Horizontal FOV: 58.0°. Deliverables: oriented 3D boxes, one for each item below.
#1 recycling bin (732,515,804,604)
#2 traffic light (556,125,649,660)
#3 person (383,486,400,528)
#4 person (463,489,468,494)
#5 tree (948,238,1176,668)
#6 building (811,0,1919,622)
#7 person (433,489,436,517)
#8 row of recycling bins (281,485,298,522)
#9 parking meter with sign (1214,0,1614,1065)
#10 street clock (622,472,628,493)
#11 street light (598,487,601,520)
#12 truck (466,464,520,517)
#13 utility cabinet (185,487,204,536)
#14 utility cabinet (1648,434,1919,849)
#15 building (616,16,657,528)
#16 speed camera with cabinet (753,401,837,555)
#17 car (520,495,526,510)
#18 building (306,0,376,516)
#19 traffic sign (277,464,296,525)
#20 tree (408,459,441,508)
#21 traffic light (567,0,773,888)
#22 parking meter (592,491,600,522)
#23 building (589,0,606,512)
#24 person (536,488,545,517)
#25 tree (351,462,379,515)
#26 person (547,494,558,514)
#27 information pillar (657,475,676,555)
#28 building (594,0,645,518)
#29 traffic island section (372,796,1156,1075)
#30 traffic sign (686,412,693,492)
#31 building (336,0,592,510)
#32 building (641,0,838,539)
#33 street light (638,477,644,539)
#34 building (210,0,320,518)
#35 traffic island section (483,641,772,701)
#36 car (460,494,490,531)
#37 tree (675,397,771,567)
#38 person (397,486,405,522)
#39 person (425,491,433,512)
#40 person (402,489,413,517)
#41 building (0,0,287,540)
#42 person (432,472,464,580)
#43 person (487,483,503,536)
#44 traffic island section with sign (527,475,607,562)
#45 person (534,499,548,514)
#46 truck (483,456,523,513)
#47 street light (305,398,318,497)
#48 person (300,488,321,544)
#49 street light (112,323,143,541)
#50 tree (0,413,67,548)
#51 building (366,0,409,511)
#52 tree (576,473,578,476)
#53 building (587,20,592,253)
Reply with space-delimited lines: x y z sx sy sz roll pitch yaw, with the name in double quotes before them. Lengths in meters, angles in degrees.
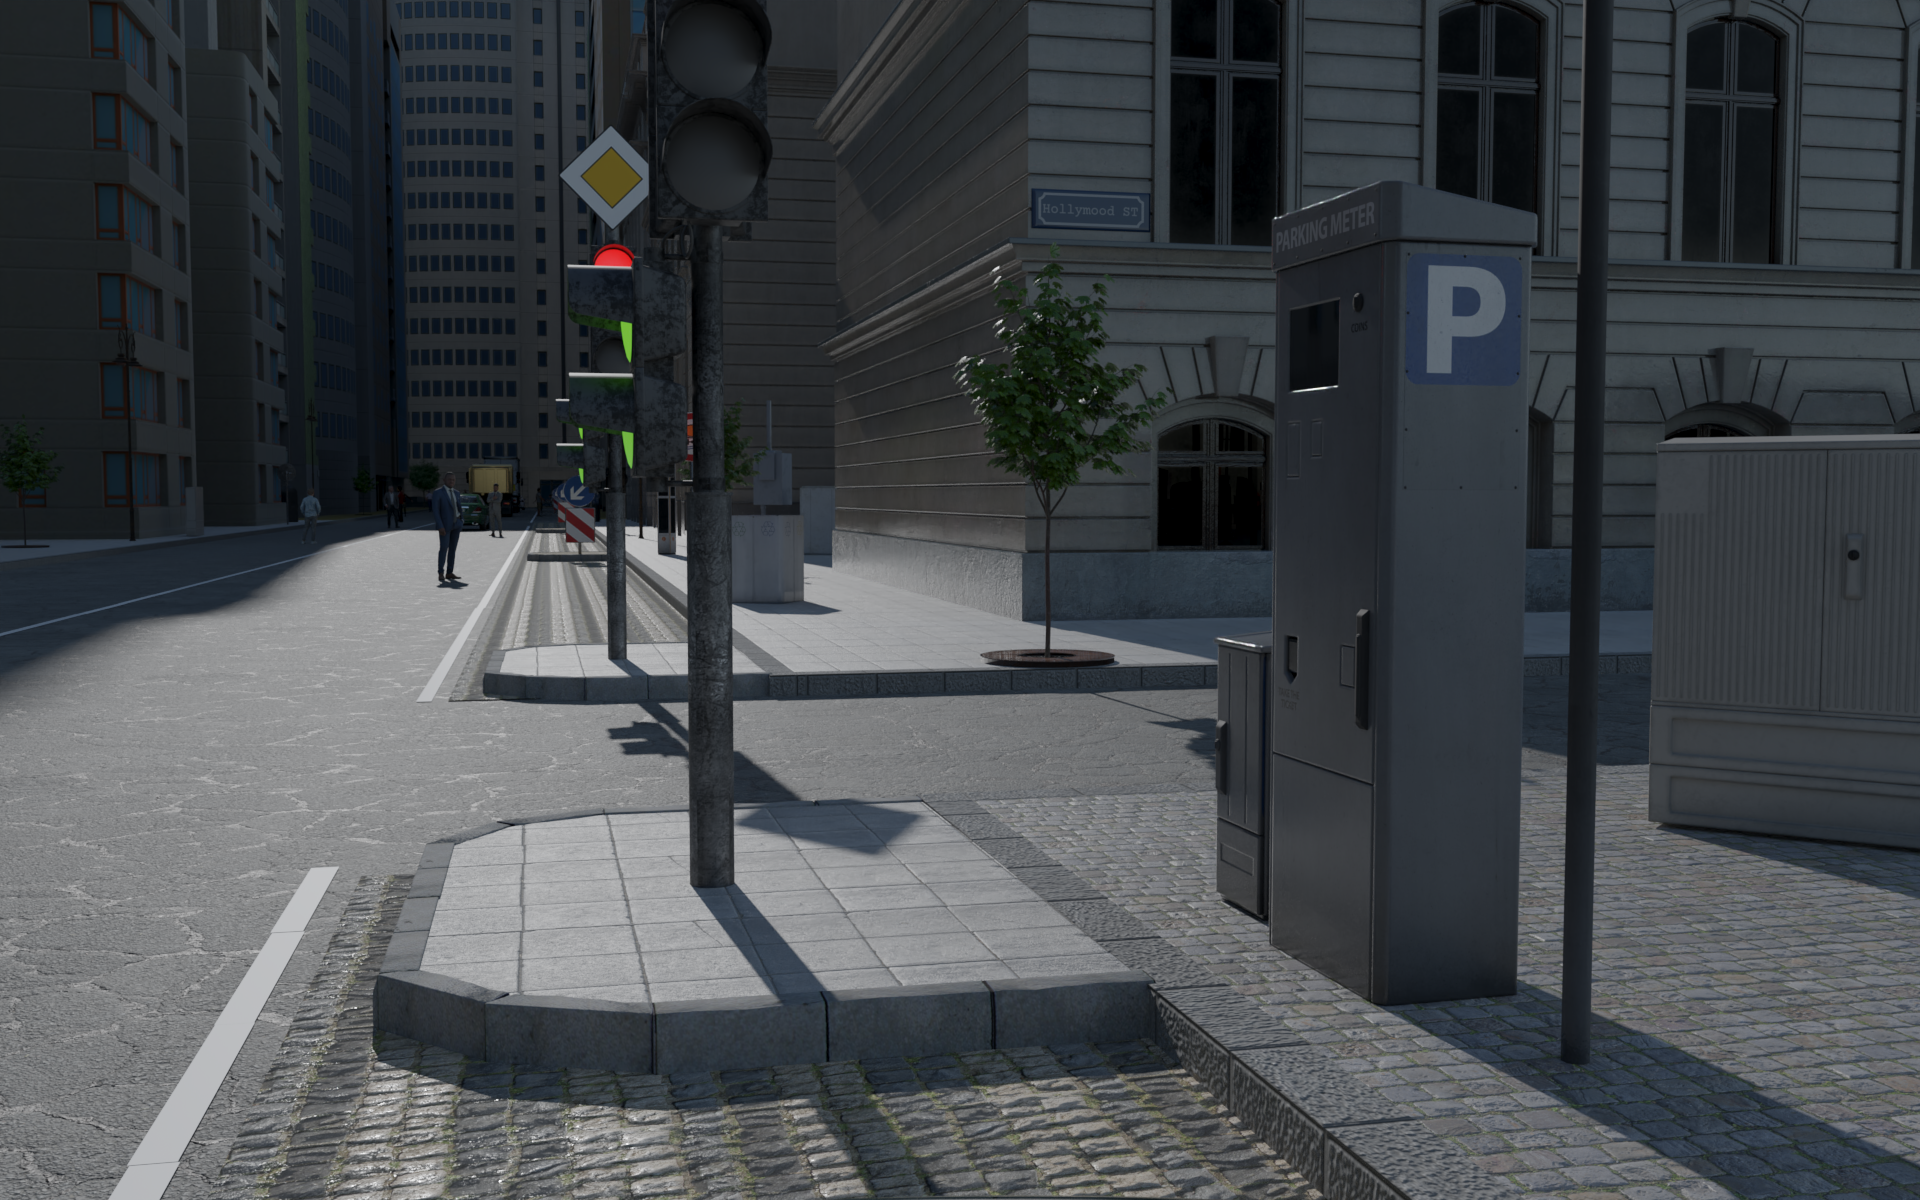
"recycling bin" -2.310 -0.492 20.606 0.722 1.027 0.722 1 4 17
"traffic light" -2.684 -1.495 13.357 0.839 4.253 0.868 -1 4 -13
"person" -23.833 -3.903 72.712 0.661 1.777 0.834 -3 5 -40
"person" -40.061 -8.053 140.263 1.348 1.812 0.705 0 4 -1
"tree" 0.808 -1.137 13.189 1.663 3.219 1.824 0 3 0
"building" 15.907 -12.630 25.581 34.723 24.649 14.460 -1 4 -13
"person" -32.669 -6.080 108.437 0.750 1.759 0.617 1 4 10
"row of recycling bins" -31.853 -4.362 78.437 3.534 1.692 1.069 -1 4 -16
"parking meter with sign" 1.177 -0.512 4.626 0.543 3.016 1.738 -1 4 -15
"street clock" -10.991 -3.152 56.103 0.358 2.002 0.471 2 4 30
"street light" -17.912 -6.911 85.783 0.468 5.910 1.993 -1 4 -13
"truck" -29.918 -7.025 110.777 3.469 3.379 9.791 -1 4 -14
"utility cabinet" -23.314 -2.694 52.733 0.318 1.500 1.173 -1 4 -14
"utility cabinet" 3.212 0.138 6.415 1.173 1.500 0.318 2 4 34
"building" -8.451 -14.375 76.830 13.314 21.916 24.055 -1 4 -13
"speed camera with cabinet" -3.329 -2.590 36.684 2.038 3.252 0.660 1 4 17
"car" -39.945 -8.735 155.184 2.083 1.381 4.827 -1 4 -15
"building" -49.211 -34.590 107.544 21.231 58.520 28.212 -1 4 -13
"traffic sign" -28.194 -4.431 72.555 0.768 2.556 0.104 -1 4 -10
"tree" -49.263 -10.744 159.375 4.285 4.588 4.351 0 3 0
"traffic light" -0.835 -1.019 5.588 0.839 4.253 0.868 -1 4 -13
"parking meter" -16.741 -4.354 79.591 0.372 1.533 0.369 0 3 0
"building" -18.134 -31.428 137.546 21.300 48.544 21.600 -1 4 -13
"person" -26.632 -6.189 109.698 0.705 1.824 1.348 -2 4 -32
"tree" -36.361 -6.807 105.900 1.663 3.219 1.824 0 3 0
"person" -29.172 -6.894 124.400 0.628 1.438 0.799 2 4 30
"information pillar" -6.213 -1.968 36.662 0.304 2.012 0.304 1 4 16
"building" -13.546 -27.441 98.771 14.600 45.320 14.200 -1 4 -13
"traffic island section" -0.794 1.013 5.712 2.009 0.180 2.903 -1 4 -13
"traffic sign" -4.170 -1.647 27.032 0.768 2.556 0.104 -1 4 -9
"building" -47.009 -38.845 177.109 28.212 58.520 21.231 -1 4 -13
"building" -2.982 -15.626 52.744 12.463 27.353 25.104 -1 4 -13
"street light" -9.200 -4.710 49.798 0.468 5.910 1.993 -1 4 -13
"building" -41.383 -24.748 88.231 14.154 41.232 14.086 -1 4 -13
"traffic island section" -2.642 0.538 13.481 2.009 0.180 2.903 -1 4 -13
"car" -19.804 -3.511 69.202 2.131 1.459 4.920 -1 4 -12
"tree" -4.048 -2.145 29.669 1.663 3.219 1.824 0 3 0
"person" -28.393 -4.846 87.688 0.705 1.831 1.348 0 4 6
"person" -41.949 -7.799 136.945 0.756 1.711 0.436 -3 4 -36
"person" -35.078 -6.117 109.038 1.217 1.766 0.721 -1 4 -11
"building" -40.119 -13.112 59.423 27.650 21.520 28.899 -1 4 -13
"person" -8.623 -1.251 29.143 0.419 1.800 0.721 2 4 26
"person" -15.870 -3.083 59.083 0.511 1.800 0.466 0 4 -7
"traffic island section with sign" -8.337 -1.761 37.415 1.989 1.847 2.006 -1 4 -13
"person" -30.604 -7.007 126.323 1.065 1.426 0.557 -1 4 -10
"truck" -35.453 -8.900 134.431 2.839 4.237 11.283 -1 4 -13
"street light" -31.130 -6.758 83.280 0.468 5.910 1.993 -1 4 -13
"person" -18.670 -2.417 49.823 0.589 1.601 0.330 0 4 2
"street light" -22.572 -4.543 47.071 0.468 5.910 1.993 -1 4 -13
"tree" -22.306 -2.855 41.283 1.663 3.219 1.824 0 3 0
"building" -54.986 -30.371 146.677 14.200 45.320 14.600 -1 4 -13
"tree" -34.960 -10.014 158.328 1.663 3.219 1.824 0 3 0
"building" -25.892 -28.814 154.703 14.154 41.232 14.086 -1 4 -13
